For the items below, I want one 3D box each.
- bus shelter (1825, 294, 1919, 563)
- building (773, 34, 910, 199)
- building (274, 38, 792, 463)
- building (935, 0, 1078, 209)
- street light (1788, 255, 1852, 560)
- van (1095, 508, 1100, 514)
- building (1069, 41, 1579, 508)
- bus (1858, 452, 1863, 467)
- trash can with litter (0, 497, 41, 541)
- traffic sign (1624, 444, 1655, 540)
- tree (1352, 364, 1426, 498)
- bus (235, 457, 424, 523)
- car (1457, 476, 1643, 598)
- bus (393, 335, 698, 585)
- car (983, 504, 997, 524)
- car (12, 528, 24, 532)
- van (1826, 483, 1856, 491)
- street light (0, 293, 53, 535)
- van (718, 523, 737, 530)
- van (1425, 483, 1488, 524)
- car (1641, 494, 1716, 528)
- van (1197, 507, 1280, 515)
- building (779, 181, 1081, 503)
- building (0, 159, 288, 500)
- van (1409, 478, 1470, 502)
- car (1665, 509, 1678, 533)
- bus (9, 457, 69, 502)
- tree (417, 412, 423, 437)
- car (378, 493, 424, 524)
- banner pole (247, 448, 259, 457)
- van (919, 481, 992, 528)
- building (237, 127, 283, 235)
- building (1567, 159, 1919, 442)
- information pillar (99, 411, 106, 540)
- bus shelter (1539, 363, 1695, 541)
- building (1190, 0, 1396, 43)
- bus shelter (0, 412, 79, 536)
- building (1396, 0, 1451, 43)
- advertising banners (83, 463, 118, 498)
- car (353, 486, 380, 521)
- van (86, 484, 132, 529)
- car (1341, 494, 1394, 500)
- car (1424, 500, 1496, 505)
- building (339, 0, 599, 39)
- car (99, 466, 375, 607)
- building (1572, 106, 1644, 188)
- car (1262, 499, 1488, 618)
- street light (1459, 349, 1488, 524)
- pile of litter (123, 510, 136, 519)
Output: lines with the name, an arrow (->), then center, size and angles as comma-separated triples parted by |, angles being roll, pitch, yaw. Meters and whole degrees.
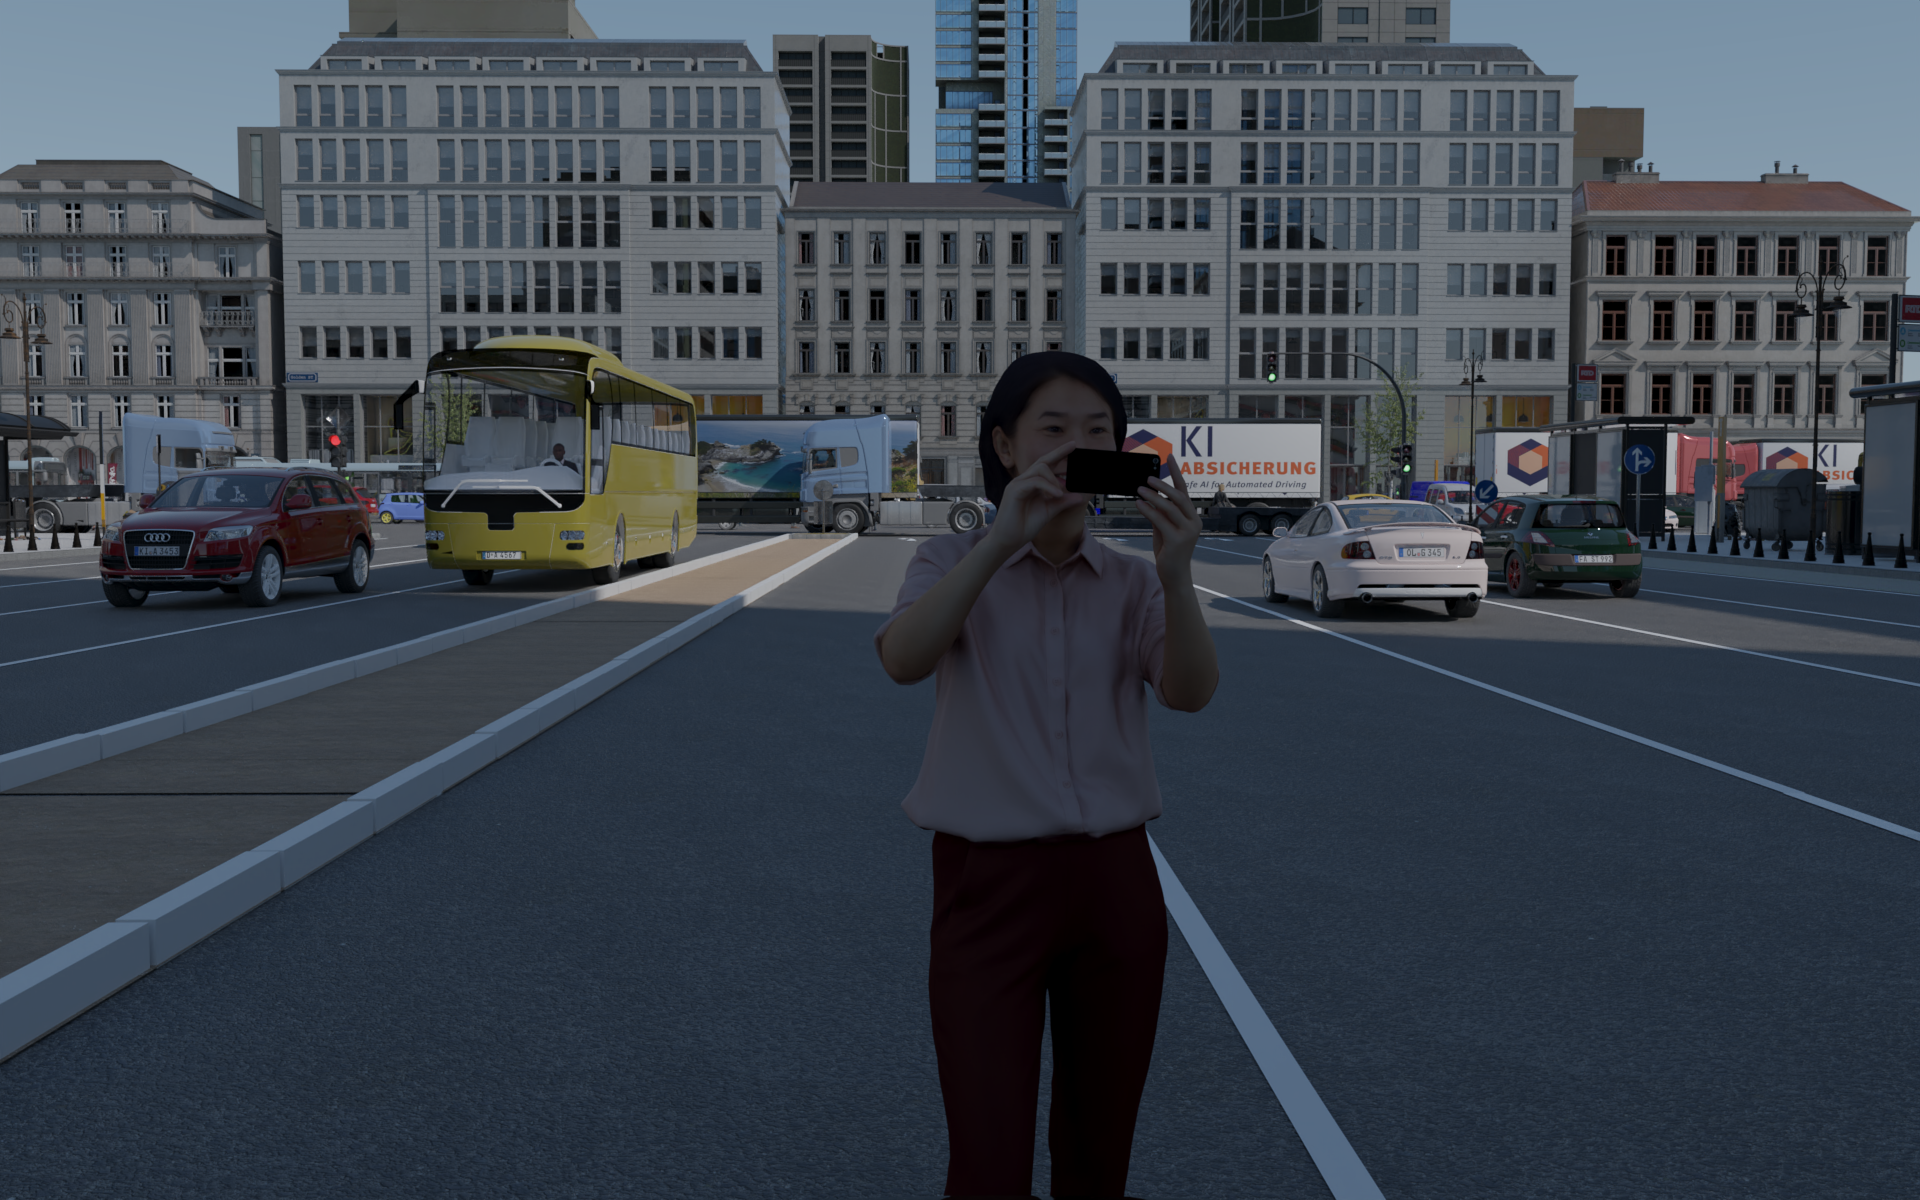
bus shelter -> 18.559, -3.355, 32.478 | 2.179, 5.291, 8.768 | 0, 4, -1
building -> -18.280, -51.061, 273.095 | 20.611, 71.187, 20.563 | 0, 4, -1
building -> -25.904, -20.298, 109.362 | 29.804, 29.767, 11.434 | 0, 4, -1
building -> 7.760, -58.812, 274.241 | 31.000, 86.520, 22.319 | 0, 4, -1
street light -> 16.678, -3.727, 33.723 | 0.468, 5.910, 1.993 | 0, 4, -1
van -> 5.810, -4.244, 73.778 | 5.245, 2.365, 2.240 | 0, 4, -3
building -> 22.243, -20.352, 110.250 | 29.804, 29.767, 11.434 | 0, 4, -1
bus -> 49.915, -5.618, 83.402 | 12.252, 3.916, 2.896 | 0, 4, 0
trash can with litter -> -26.464, -2.269, 48.152 | 1.678, 1.210, 2.233 | 0, 4, 1
traffic sign -> 17.412, -2.713, 44.464 | 0.768, 2.556, 0.104 | 0, 4, 4
tree -> 24.177, -8.984, 97.247 | 4.737, 8.622, 4.395 | 0, 3, 0
bus -> -29.581, -5.631, 86.928 | 13.247, 3.499, 2.948 | 0, 4, -2
car -> 8.432, -0.950, 25.319 | 2.009, 1.686, 4.222 | 0, 4, -3
bus -> -6.681, -2.386, 30.560 | 2.896, 3.916, 12.252 | 0, 4, -1
car -> 3.094, -3.464, 68.639 | 4.499, 1.417, 2.014 | 0, 4, 0
car -> -36.561, -3.478, 65.657 | 4.718, 1.807, 1.959 | 0, 4, 1
van -> 33.245, -3.732, 68.027 | 4.112, 2.044, 2.013 | 0, 4, -2
street light -> -21.514, -4.111, 40.002 | 0.468, 5.910, 1.993 | 0, 4, -1
van -> -10.686, -3.825, 69.544 | 4.112, 2.044, 2.013 | 0, 4, -2
van -> 19.157, -3.643, 66.571 | 2.013, 2.044, 4.112 | 0, 4, -2
car -> 28.638, -3.635, 69.211 | 4.222, 1.686, 2.009 | 0, 4, -1
van -> 10.976, -3.825, 69.550 | 4.112, 2.044, 2.013 | 0, 4, 1
building -> -1.874, -15.962, 110.127 | 18.267, 20.994, 9.793 | 0, 4, -1
building -> -53.262, -16.399, 109.917 | 24.055, 21.916, 13.314 | 0, 4, -1
van -> 22.313, -4.619, 79.908 | 2.240, 2.365, 5.245 | 0, 4, -1
car -> 25.510, -3.262, 65.698 | 2.083, 1.381, 4.827 | 0, 4, -2
bus -> -48.035, -5.265, 80.945 | 13.247, 3.499, 2.948 | 0, 4, -2
tree -> -29.628, -9.261, 101.784 | 4.737, 8.622, 4.395 | 0, 3, 0
car -> -26.006, -4.500, 83.163 | 3.694, 1.707, 1.945 | 0, 4, 0
banner pole -> -38.305, -6.349, 93.816 | 0.401, 3.779, 0.863 | 3, 5, 41
van -> 0.139, -4.085, 73.796 | 4.112, 2.044, 2.013 | 0, 4, -1
building -> -71.646, -31.335, 195.926 | 14.086, 41.232, 14.154 | 0, 4, -1
building -> 47.965, -16.808, 110.968 | 21.152, 22.565, 11.583 | 0, 4, -1
information pillar -> -24.015, -3.494, 48.489 | 0.183, 3.616, 0.504 | -2, 4, -24
bus shelter -> 18.661, -4.484, 50.947 | 2.179, 5.291, 8.768 | 0, 4, -1
building -> 34.942, -46.148, 192.775 | 20.563, 71.187, 20.611 | 0, 4, -1
bus shelter -> -23.689, -2.941, 42.002 | 2.014, 3.302, 5.546 | 0, 4, -1
building -> 35.343, -44.890, 172.207 | 20.563, 71.187, 20.611 | 0, 4, -1
advertising banners -> -48.393, -6.181, 97.254 | 2.074, 3.025, 0.090 | -2, 4, -33
car -> -26.519, -3.800, 70.796 | 5.304, 1.827, 2.281 | 0, 4, 0
van -> -33.812, -3.944, 71.495 | 4.112, 2.044, 2.013 | 0, 4, -2
car -> 18.423, -4.031, 76.129 | 3.980, 1.641, 2.015 | 0, 4, -1
car -> 20.911, -3.751, 70.370 | 4.494, 1.783, 2.155 | 0, 4, 0
building -> -45.328, -33.041, 163.919 | 21.300, 48.544, 21.600 | 0, 4, -1
car -> -9.719, -0.915, 23.633 | 2.281, 1.827, 5.304 | 0, 4, 1
building -> 67.350, -33.458, 197.143 | 14.200, 45.320, 14.600 | 0, 4, -1
car -> 5.025, -0.557, 21.469 | 2.083, 1.381, 4.827 | 0, 4, -2
street light -> 16.363, -5.052, 55.381 | 0.468, 5.910, 1.993 | 0, 4, -1
pile of litter -> -22.651, -2.063, 47.703 | 1.719, 0.858, 1.176 | -3, 5, -41
